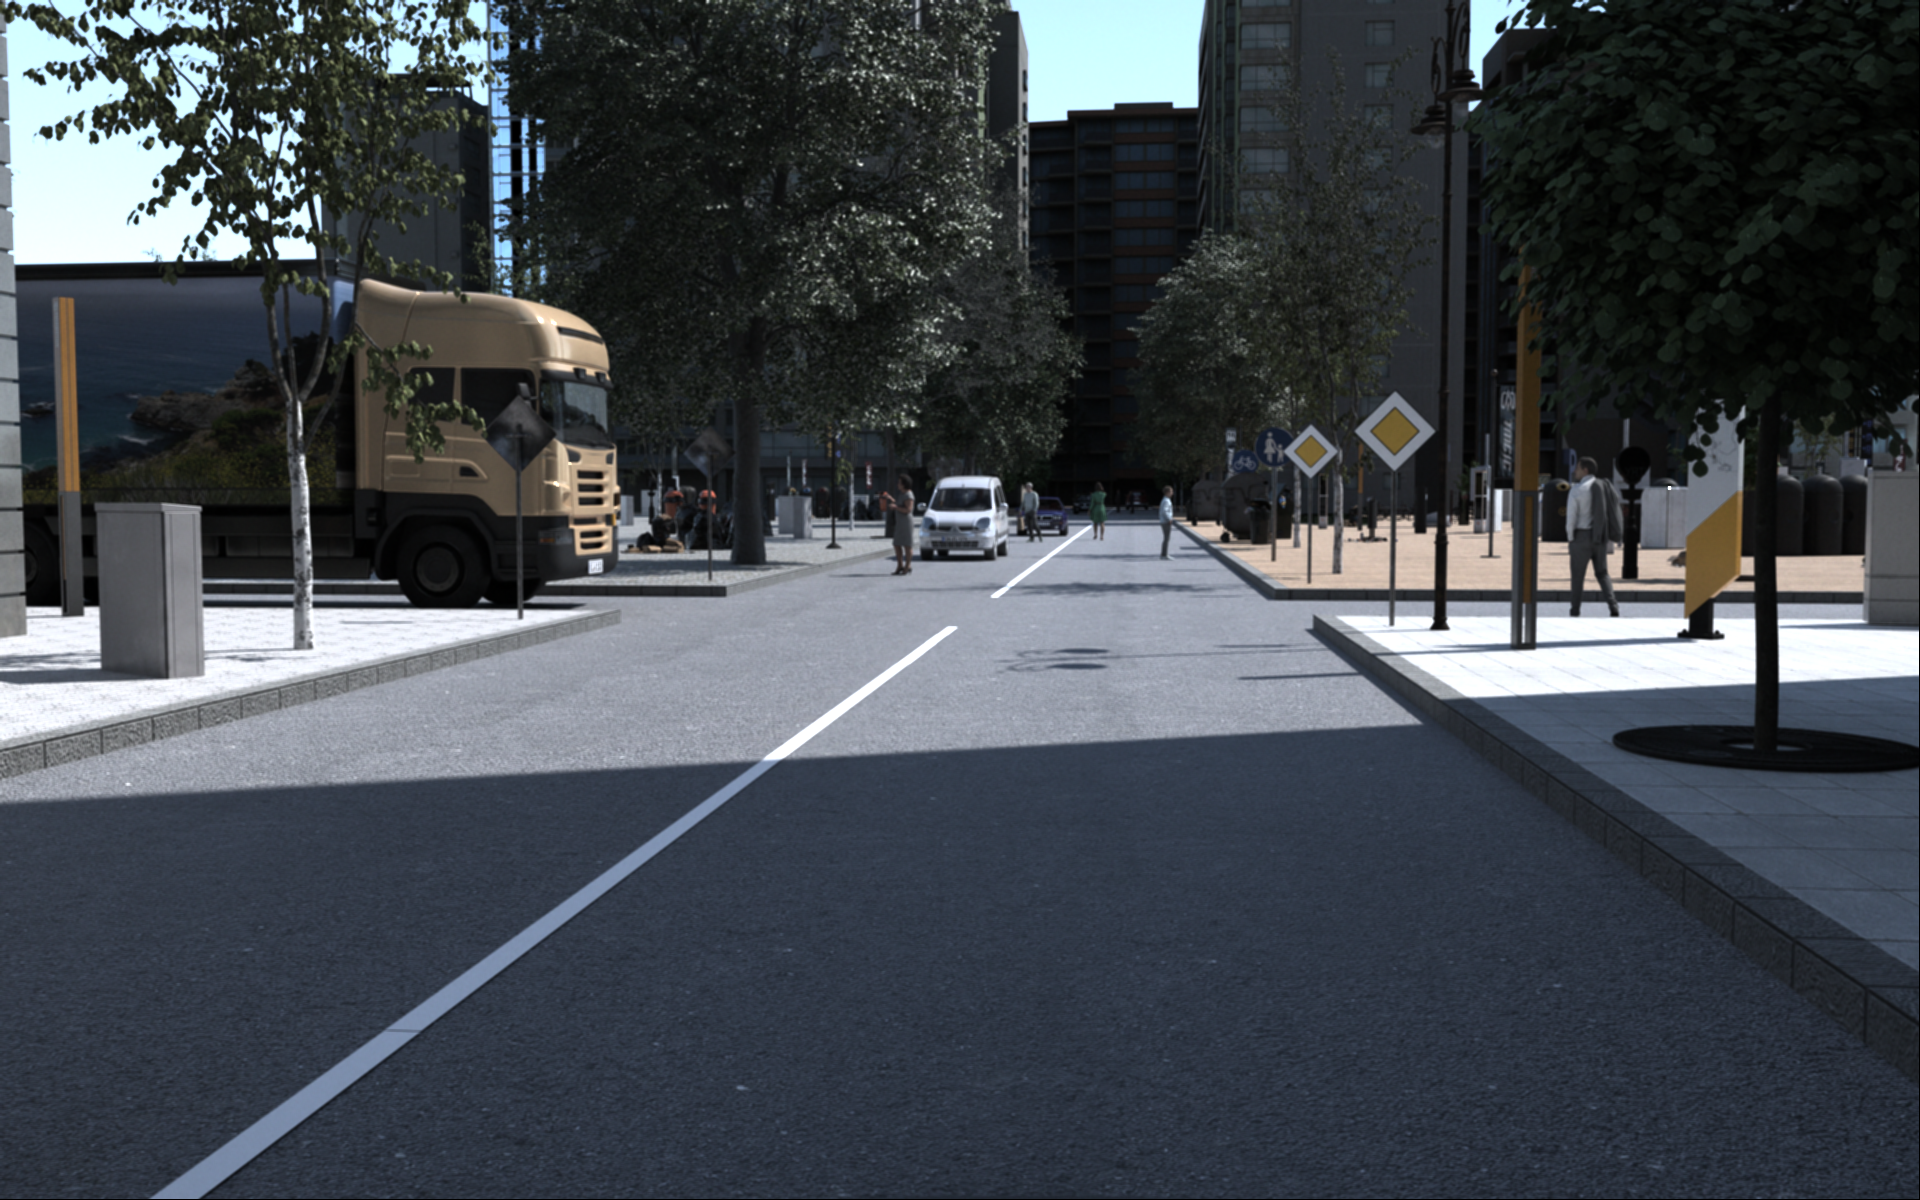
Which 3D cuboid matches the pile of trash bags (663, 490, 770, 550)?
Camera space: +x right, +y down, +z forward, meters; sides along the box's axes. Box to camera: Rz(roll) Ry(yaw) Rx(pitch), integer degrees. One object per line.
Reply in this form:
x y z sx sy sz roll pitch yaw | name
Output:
-5.855 -1.930 41.307 1.912 1.369 3.447 -1 4 -16 | pile of trash bags

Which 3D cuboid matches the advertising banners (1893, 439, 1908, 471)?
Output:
29.548 -3.638 55.663 0.090 3.025 2.074 -1 4 -18 | advertising banners

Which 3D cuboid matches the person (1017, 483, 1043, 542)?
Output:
2.065 -2.617 51.767 0.782 1.767 0.515 3 5 40 | person

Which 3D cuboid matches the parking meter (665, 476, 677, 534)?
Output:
-9.235 -3.040 55.422 0.399 1.863 0.255 -1 4 -8 | parking meter

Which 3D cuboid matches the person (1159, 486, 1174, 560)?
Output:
4.499 -1.674 37.686 0.330 1.601 0.589 1 4 8 | person

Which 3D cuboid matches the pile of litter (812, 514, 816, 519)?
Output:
-8.163 -4.685 90.563 1.719 0.858 1.176 -1 4 -22 | pile of litter

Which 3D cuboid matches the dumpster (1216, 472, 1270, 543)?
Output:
7.574 -2.466 46.082 1.264 1.857 1.865 0 4 6 | dumpster

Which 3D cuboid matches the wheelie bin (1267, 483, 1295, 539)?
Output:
9.187 -2.556 49.698 0.693 1.594 0.980 -1 4 -18 | wheelie bin

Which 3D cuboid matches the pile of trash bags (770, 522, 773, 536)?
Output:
-7.387 -2.577 51.890 3.447 1.369 1.912 -3 5 -44 | pile of trash bags

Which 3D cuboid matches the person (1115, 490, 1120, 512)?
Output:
12.273 -7.696 134.874 0.434 1.755 0.990 0 4 -3 | person

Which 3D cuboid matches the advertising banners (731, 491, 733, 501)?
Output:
-9.470 -4.725 73.443 0.090 3.025 2.074 0 4 4 | advertising banners

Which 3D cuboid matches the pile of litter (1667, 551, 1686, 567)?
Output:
13.206 -1.037 30.917 1.719 0.858 1.176 -3 5 -42 | pile of litter

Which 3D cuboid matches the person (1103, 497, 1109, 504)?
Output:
12.534 -8.587 152.156 1.065 1.426 0.557 0 4 -6 | person

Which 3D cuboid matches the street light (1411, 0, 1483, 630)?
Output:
4.541 -2.656 16.209 0.468 5.910 1.993 0 4 6 | street light

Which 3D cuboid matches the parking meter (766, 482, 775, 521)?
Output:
-9.097 -4.740 83.212 0.399 1.863 0.255 -3 5 -40 | parking meter

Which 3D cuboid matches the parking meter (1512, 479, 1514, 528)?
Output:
20.923 -3.631 65.076 0.255 1.863 0.399 3 4 36 | parking meter

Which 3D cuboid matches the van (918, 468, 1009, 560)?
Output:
0.130 -1.946 38.830 2.013 2.044 4.112 0 4 7 | van

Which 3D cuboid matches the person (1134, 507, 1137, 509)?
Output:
16.735 -9.540 165.214 1.217 1.736 0.721 1 4 10 | person

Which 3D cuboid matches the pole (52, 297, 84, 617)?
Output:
-9.314 -1.483 18.085 0.158 3.312 0.155 0 3 0 | pole

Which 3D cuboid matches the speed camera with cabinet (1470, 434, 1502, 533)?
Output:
17.521 -3.873 57.658 0.660 3.252 2.038 2 4 31 | speed camera with cabinet

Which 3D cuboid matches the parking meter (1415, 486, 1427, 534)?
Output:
15.003 -2.934 56.380 0.372 1.533 0.369 0 3 0 | parking meter

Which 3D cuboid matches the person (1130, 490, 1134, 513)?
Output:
12.704 -7.257 128.073 0.530 1.710 0.541 2 4 33 | person

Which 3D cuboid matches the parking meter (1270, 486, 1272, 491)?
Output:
9.244 -2.584 50.651 0.372 1.533 0.369 0 3 0 | parking meter

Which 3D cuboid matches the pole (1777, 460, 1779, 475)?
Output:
23.044 -3.375 49.025 0.158 3.312 0.155 0 3 0 | pole

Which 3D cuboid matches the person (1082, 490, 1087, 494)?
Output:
11.401 -9.199 158.931 1.348 1.821 0.705 -1 4 -19 | person

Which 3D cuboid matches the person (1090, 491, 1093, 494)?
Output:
12.810 -9.836 170.113 0.721 1.735 1.217 2 4 25 | person

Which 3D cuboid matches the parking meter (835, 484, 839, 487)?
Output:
-7.143 -5.728 99.368 0.399 1.863 0.255 -1 4 -11 | parking meter

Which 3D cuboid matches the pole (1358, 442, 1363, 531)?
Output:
14.056 -4.093 60.769 0.158 3.312 0.155 0 3 0 | pole

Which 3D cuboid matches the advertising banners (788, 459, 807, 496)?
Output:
-8.178 -5.571 87.273 0.090 3.025 2.074 -2 4 -32 | advertising banners

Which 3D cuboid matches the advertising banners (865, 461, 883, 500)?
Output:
-4.303 -5.896 92.580 2.074 3.025 0.090 -3 5 -44 | advertising banners

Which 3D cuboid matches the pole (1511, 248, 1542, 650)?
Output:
4.664 -1.248 14.242 0.158 3.312 0.155 0 3 0 | pole

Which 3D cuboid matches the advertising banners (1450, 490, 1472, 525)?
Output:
20.027 -4.583 71.113 2.074 3.025 0.090 -1 4 -9 | advertising banners

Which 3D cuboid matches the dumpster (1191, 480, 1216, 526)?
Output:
10.008 -3.936 70.105 1.264 1.857 1.865 0 4 6 | dumpster

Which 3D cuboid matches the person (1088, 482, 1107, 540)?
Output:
4.320 -2.772 54.073 0.600 1.795 0.529 -1 4 -14 | person

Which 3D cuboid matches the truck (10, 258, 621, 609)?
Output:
-9.442 -2.029 22.092 11.283 4.237 2.839 0 4 7 | truck

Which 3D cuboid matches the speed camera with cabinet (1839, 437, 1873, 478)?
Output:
22.085 -2.970 42.901 0.660 3.252 2.038 2 4 31 | speed camera with cabinet

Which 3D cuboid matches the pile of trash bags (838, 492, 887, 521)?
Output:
-4.432 -4.539 83.965 1.912 1.369 3.447 -3 4 -37 | pile of trash bags

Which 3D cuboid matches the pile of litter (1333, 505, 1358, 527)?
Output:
15.192 -3.295 67.846 1.176 0.858 1.719 2 4 23 | pile of litter

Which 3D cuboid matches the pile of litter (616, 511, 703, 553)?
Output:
-6.517 -1.456 37.772 1.719 0.858 1.176 1 4 15 | pile of litter

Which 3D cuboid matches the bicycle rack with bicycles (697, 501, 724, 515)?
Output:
-13.720 -5.070 96.275 2.925 0.926 2.852 2 4 29 | bicycle rack with bicycles

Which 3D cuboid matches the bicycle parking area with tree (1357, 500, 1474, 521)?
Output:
23.187 -6.017 85.385 9.016 4.147 8.231 2 4 25 | bicycle parking area with tree

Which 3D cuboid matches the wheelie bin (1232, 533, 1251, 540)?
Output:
8.317 -2.630 50.912 0.980 1.594 0.693 -1 4 -11 | wheelie bin

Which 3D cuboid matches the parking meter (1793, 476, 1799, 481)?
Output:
27.673 -3.176 57.637 0.255 1.863 0.399 -1 4 -9 | parking meter

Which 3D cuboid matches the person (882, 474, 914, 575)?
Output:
-1.102 -1.332 30.643 0.532 1.782 0.716 -1 4 -20 | person

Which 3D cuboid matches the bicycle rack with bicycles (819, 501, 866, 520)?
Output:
-6.047 -4.562 87.968 2.852 0.926 2.925 0 4 0 | bicycle rack with bicycles

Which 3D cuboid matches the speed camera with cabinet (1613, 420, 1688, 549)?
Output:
16.372 -2.859 41.076 0.660 3.252 2.038 -1 4 -16 | speed camera with cabinet
